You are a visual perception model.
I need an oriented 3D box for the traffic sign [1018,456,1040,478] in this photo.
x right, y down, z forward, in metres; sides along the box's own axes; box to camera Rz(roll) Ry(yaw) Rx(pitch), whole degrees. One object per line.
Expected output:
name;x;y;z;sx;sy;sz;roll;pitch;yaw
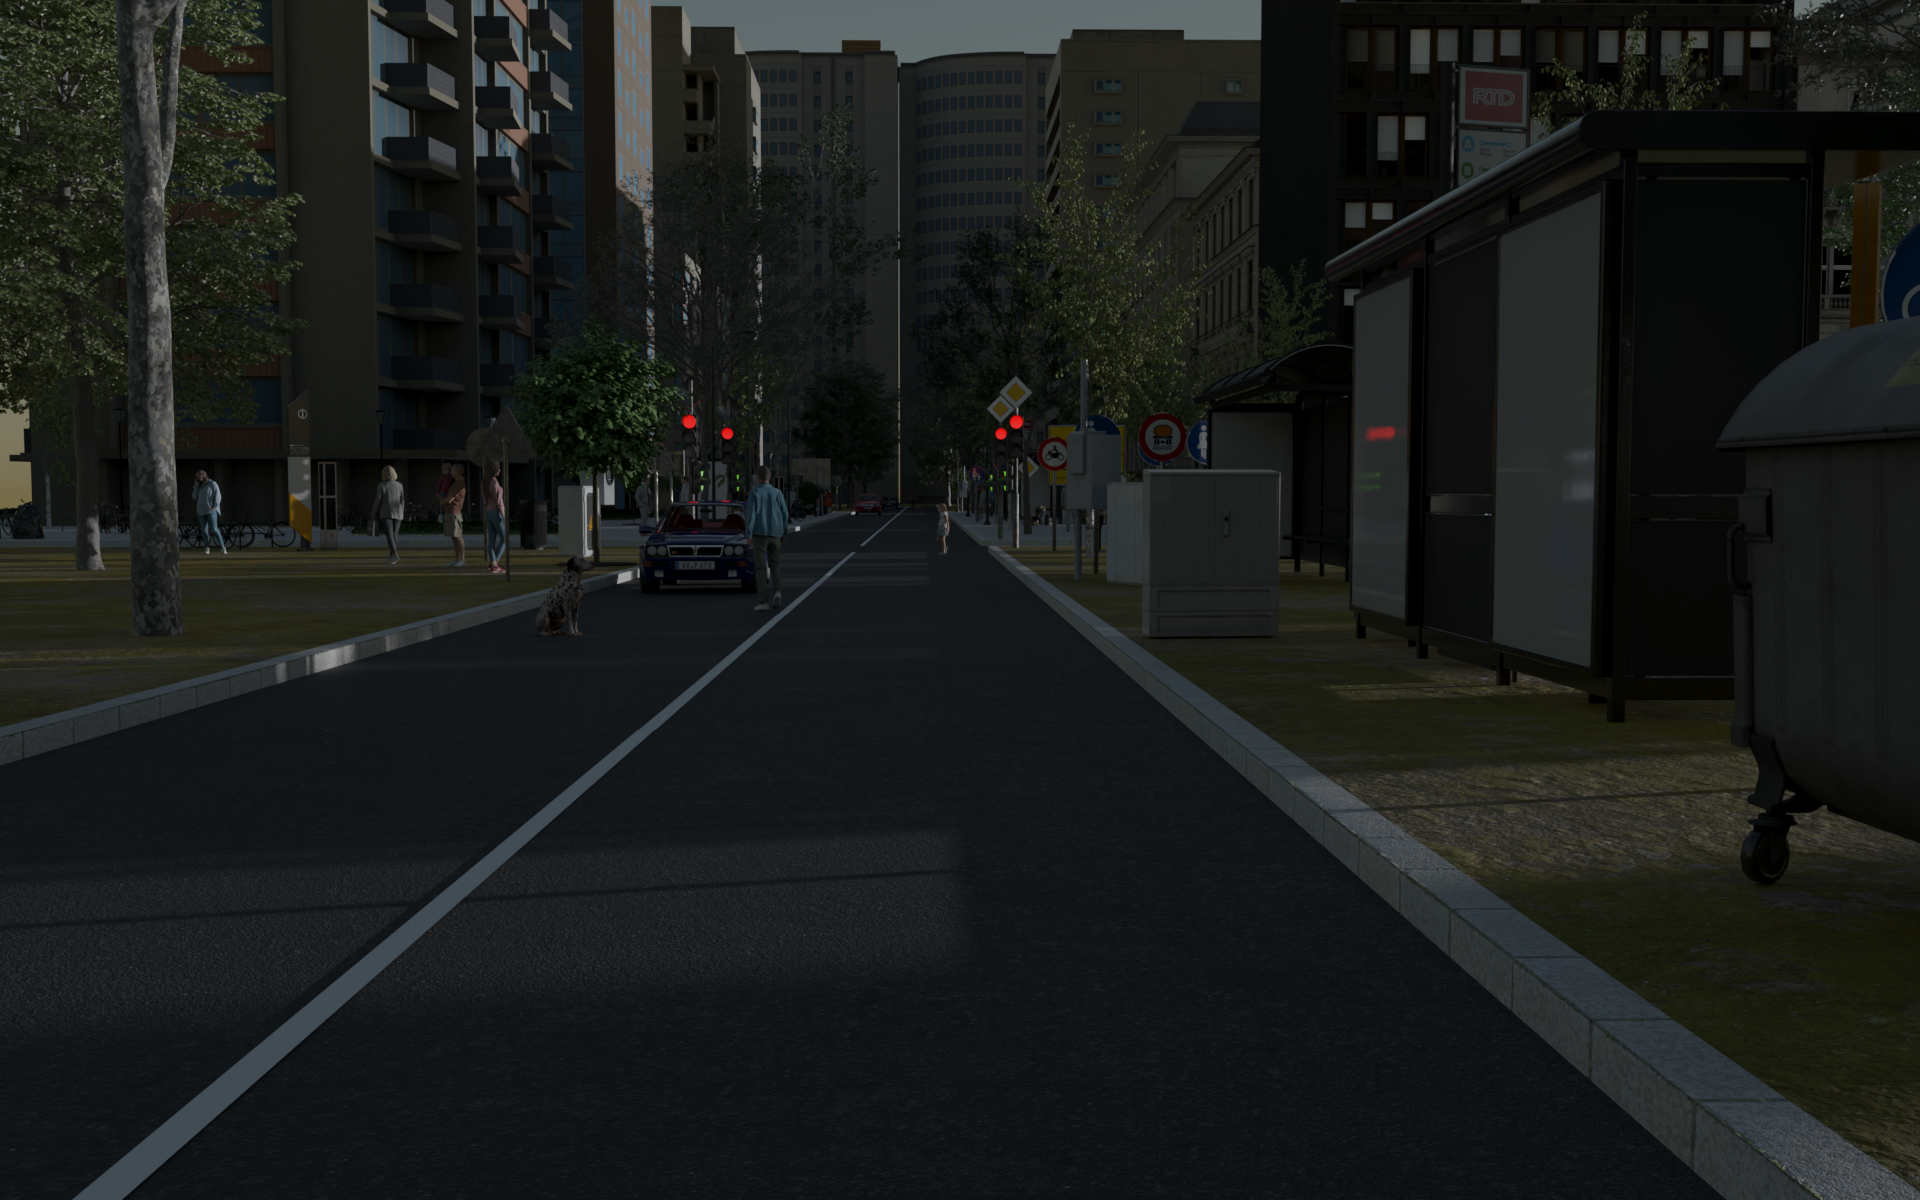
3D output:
traffic sign;2.388;-3.697;60.174;0.795;2.593;0.064;0;4;7

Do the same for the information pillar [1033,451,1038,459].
information pillar;4.240;-6.339;94.994;0.504;3.616;0.183;0;4;5

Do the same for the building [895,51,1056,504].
building;6.040;-42.026;229.117;28.212;58.520;21.231;0;4;-1

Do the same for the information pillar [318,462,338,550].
information pillar;-14.568;-2.168;39.934;0.304;2.012;0.304;-3;5;-43

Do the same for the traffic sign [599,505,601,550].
traffic sign;-8.337;-2.436;39.942;0.768;2.556;0.104;0;4;-1

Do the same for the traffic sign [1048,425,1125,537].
traffic sign;3.729;-3.494;51.005;2.265;3.308;0.079;0;4;8

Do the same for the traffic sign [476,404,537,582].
traffic sign;-6.589;-1.538;25.154;0.884;2.594;0.081;0;3;0

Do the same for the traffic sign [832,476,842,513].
traffic sign;-8.576;-7.363;120.490;0.768;2.556;0.104;0;4;-1

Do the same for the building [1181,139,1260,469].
building;17.359;-13.476;84.963;10.561;19.102;19.286;0;4;-1

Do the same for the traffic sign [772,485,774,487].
traffic sign;-10.164;-5.768;96.435;0.606;2.300;0.079;0;4;6

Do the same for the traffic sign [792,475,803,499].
traffic sign;-8.767;-5.586;93.457;0.606;2.300;0.079;0;4;6

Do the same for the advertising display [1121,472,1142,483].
advertising display;4.841;-2.779;50.657;0.974;1.923;0.123;0;4;7

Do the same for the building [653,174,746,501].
building;-27.649;-23.765;160.260;14.160;30.474;14.107;0;4;-1

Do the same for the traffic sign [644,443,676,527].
traffic sign;-6.637;-2.315;37.859;0.884;2.594;0.081;0;4;7

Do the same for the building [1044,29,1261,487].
building;20.136;-33.936;178.555;21.300;48.544;21.600;0;4;-1

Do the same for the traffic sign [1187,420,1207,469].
traffic sign;4.265;-1.812;29.726;0.768;2.556;0.104;0;4;4

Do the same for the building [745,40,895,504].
building;-22.165;-41.986;228.463;28.212;58.520;21.231;0;4;-1

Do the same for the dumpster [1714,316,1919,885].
dumpster;3.173;0.049;4.959;1.264;1.857;1.865;0;4;-1

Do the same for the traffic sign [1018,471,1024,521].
traffic sign;3.027;-4.986;81.620;0.768;2.556;0.104;0;4;7

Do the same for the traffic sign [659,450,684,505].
traffic sign;-6.699;-2.329;40.206;0.606;2.300;0.079;0;4;6

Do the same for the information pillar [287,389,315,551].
information pillar;-14.749;-2.896;38.702;0.504;3.616;0.183;-3;5;-42

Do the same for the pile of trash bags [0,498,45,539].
pile of trash bags;-28.076;-2.440;49.644;3.447;1.369;1.912;-1;4;-13

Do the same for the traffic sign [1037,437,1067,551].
traffic sign;2.111;-2.360;38.688;0.768;2.556;0.104;0;4;3

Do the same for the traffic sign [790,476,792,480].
traffic sign;-10.998;-7.044;115.268;0.768;2.556;0.104;0;4;6

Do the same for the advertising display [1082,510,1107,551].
advertising display;3.014;-2.071;39.075;0.974;1.923;0.123;3;5;43

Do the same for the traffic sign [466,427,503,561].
traffic sign;-9.056;-2.015;33.056;0.768;2.556;0.104;0;4;3

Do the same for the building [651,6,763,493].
building;-31.877;-33.889;177.781;21.600;48.544;21.300;0;4;-1

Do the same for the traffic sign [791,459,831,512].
traffic sign;-8.539;-6.445;99.253;2.265;3.308;0.079;0;4;7

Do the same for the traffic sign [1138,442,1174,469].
traffic sign;3.638;-1.934;31.730;0.768;2.556;0.104;0;4;4

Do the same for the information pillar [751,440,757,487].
information pillar;-8.854;-5.094;74.638;0.183;3.616;0.504;1;4;14

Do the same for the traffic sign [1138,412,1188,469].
traffic sign;3.165;-1.652;27.111;0.768;2.556;0.104;0;4;3

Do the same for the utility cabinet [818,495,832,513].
utility cabinet;-9.084;-6.393;115.692;1.020;1.237;0.306;0;4;-5

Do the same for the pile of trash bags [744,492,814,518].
pile of trash bags;-9.850;-5.051;92.332;3.447;1.369;1.912;1;4;13

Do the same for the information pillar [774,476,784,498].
information pillar;-7.548;-4.146;72.285;0.304;2.012;0.304;3;5;42

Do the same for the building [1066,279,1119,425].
building;24.405;-18.885;153.817;27.650;21.520;28.899;0;4;-1

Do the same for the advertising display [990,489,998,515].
advertising display;2.319;-6.308;108.345;0.974;1.923;0.123;2;4;30

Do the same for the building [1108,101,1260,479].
building;18.871;-16.895;109.512;16.112;22.955;30.059;0;4;-1

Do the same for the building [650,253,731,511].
building;-33.821;-17.961;138.709;27.650;21.520;28.899;0;4;-1

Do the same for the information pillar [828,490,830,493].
information pillar;-9.344;-7.210;122.369;0.304;2.012;0.304;0;4;-6

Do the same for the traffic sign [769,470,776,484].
traffic sign;-8.281;-4.458;75.014;0.606;2.300;0.079;0;4;5

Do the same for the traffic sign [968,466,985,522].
traffic sign;0.754;-4.839;79.228;0.768;2.556;0.104;0;4;0

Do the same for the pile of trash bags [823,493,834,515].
pile of trash bags;-9.371;-5.894;106.123;3.447;1.369;1.912;-2;4;-28

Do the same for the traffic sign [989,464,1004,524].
traffic sign;1.530;-4.517;73.854;0.884;2.594;0.081;0;4;2

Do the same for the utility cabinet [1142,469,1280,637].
utility cabinet;2.237;-0.413;15.439;1.173;1.500;0.318;0;4;-6

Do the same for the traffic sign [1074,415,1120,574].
traffic sign;2.195;-1.698;27.870;0.768;2.556;0.104;0;4;1

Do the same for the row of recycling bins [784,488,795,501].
row of recycling bins;-10.942;-6.239;109.113;1.069;1.692;3.534;0;4;5

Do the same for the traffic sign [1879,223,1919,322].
traffic sign;4.464;-0.466;7.722;0.768;2.556;0.104;0;4;8
